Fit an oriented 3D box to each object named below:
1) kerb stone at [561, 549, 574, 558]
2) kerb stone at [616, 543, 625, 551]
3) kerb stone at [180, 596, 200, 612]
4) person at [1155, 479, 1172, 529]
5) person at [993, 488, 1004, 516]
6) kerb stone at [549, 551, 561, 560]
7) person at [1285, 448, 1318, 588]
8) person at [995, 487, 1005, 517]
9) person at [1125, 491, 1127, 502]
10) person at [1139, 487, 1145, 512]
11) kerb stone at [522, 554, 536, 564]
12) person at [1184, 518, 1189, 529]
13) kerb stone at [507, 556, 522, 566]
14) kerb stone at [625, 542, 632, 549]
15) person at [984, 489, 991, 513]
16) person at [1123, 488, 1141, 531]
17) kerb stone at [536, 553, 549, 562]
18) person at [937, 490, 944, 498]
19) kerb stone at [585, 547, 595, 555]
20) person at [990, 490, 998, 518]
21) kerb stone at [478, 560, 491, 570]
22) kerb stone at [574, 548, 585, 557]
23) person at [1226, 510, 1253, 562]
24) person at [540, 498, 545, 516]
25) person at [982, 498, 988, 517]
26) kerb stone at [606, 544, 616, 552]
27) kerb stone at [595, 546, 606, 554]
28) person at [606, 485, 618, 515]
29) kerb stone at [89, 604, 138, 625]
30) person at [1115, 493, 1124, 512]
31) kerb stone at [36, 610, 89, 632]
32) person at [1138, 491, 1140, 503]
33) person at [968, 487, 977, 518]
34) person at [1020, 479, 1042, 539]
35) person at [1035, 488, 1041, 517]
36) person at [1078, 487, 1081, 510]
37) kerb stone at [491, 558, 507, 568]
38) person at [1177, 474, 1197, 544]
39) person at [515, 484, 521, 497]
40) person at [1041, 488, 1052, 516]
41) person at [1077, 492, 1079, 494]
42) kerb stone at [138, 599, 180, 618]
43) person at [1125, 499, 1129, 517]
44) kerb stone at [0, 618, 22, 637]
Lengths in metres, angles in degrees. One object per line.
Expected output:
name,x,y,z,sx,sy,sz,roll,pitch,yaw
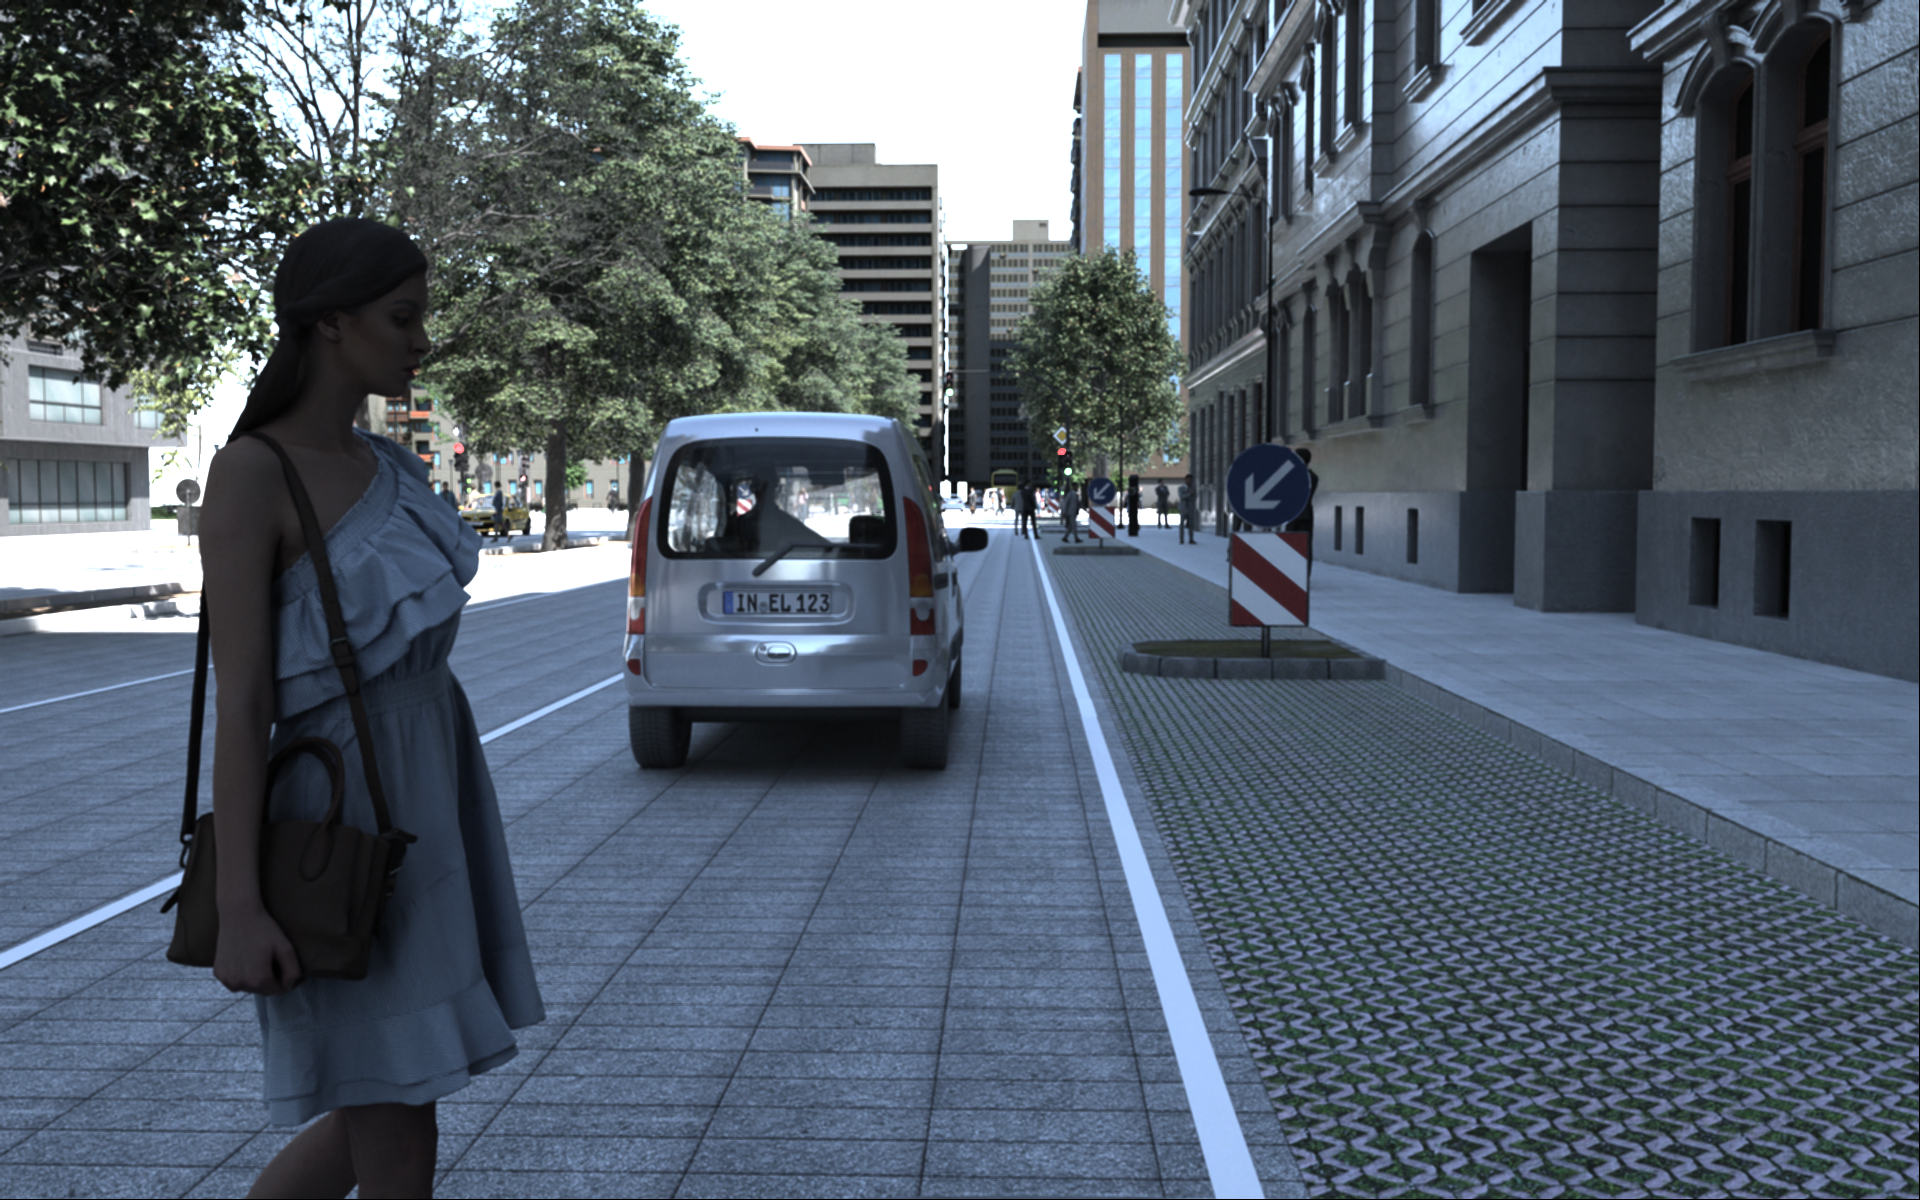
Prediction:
kerb stone,-8.927,-1.023,38.925,0.120,0.150,1.000,0,4,2
kerb stone,-8.760,-1.337,44.050,0.120,0.150,1.000,0,4,2
kerb stone,-9.516,0.042,21.508,0.120,0.150,1.000,0,4,2
person,7.526,-3.549,63.871,0.655,1.846,0.447,-1,4,-23
person,2.379,-6.194,109.761,0.794,1.824,0.713,1,4,21
kerb stone,-8.972,-0.961,37.904,0.120,0.150,1.000,0,4,2
person,4.578,-1.113,23.607,0.474,1.900,0.648,-2,4,-30
person,2.566,-6.079,107.668,0.755,1.850,0.659,-1,4,-8
person,13.727,-8.350,142.664,0.778,1.811,0.616,1,4,14
person,13.259,-7.334,126.375,0.534,1.772,0.576,-1,4,-10
kerb stone,-9.037,-0.835,35.855,0.120,0.150,1.000,0,4,2
person,8.564,-3.507,63.158,0.755,1.850,0.659,1,4,10
kerb stone,-9.063,-0.773,34.829,0.120,0.150,1.000,0,4,2
kerb stone,-8.724,-1.399,45.072,0.120,0.150,1.000,0,4,2
person,2.054,-7.521,131.689,0.641,1.798,0.478,2,4,28
person,5.968,-3.301,60.110,0.616,1.811,0.778,2,4,31
kerb stone,-8.999,-0.895,36.880,0.120,0.150,1.000,0,4,2
person,-2.383,-11.189,191.066,1.348,1.869,0.705,1,4,19
kerb stone,-8.868,-1.148,40.968,0.120,0.150,1.000,0,4,2
person,2.010,-5.696,102.633,0.512,1.701,0.522,1,4,23
kerb stone,-9.136,-0.646,32.777,0.120,0.150,1.000,0,4,2
kerb stone,-8.899,-1.086,39.946,0.120,0.150,1.000,0,4,2
person,5.365,-1.652,32.867,0.655,1.846,0.447,2,4,30
person,-24.076,-5.514,100.446,0.590,1.304,0.306,0,4,7
person,1.632,-5.879,109.632,0.382,1.210,0.505,-3,4,-36
kerb stone,-8.798,-1.270,43.029,0.120,0.150,1.000,0,4,2
kerb stone,-8.828,-1.206,41.993,0.120,0.150,1.000,0,4,2
person,-21.047,-6.087,105.345,0.659,1.850,0.755,2,4,27
kerb stone,-9.583,0.167,19.460,0.120,0.150,1.000,0,4,2
person,11.241,-7.055,121.612,0.641,1.798,0.478,-2,4,-23
kerb stone,-9.624,0.230,18.435,0.120,0.150,1.000,0,4,2
person,13.536,-7.786,133.444,0.694,1.812,0.767,2,4,32
person,0.766,-5.728,102.115,0.822,1.834,0.622,-3,4,-38
person,2.235,-2.899,55.253,0.648,1.900,0.474,3,4,37
person,4.874,-6.072,107.786,0.388,1.821,0.555,0,4,-5
person,9.250,-7.922,135.380,0.447,1.846,0.655,0,4,-1
kerb stone,-9.100,-0.705,33.807,0.120,0.150,1.000,0,4,2
person,5.860,-2.342,44.514,0.511,1.800,0.466,-1,4,-20
person,-22.597,-5.048,88.779,0.606,1.804,0.583,-3,5,-43
person,5.672,-6.482,114.656,0.728,1.800,0.709,-1,4,-18
person,8.403,-7.299,125.560,0.466,1.800,0.511,2,4,33
kerb stone,-9.556,0.113,20.485,0.120,0.150,1.000,0,4,2
person,9.408,-5.526,96.205,0.447,1.846,0.655,3,5,45
kerb stone,-9.663,0.292,17.414,0.120,0.150,1.000,0,4,2
